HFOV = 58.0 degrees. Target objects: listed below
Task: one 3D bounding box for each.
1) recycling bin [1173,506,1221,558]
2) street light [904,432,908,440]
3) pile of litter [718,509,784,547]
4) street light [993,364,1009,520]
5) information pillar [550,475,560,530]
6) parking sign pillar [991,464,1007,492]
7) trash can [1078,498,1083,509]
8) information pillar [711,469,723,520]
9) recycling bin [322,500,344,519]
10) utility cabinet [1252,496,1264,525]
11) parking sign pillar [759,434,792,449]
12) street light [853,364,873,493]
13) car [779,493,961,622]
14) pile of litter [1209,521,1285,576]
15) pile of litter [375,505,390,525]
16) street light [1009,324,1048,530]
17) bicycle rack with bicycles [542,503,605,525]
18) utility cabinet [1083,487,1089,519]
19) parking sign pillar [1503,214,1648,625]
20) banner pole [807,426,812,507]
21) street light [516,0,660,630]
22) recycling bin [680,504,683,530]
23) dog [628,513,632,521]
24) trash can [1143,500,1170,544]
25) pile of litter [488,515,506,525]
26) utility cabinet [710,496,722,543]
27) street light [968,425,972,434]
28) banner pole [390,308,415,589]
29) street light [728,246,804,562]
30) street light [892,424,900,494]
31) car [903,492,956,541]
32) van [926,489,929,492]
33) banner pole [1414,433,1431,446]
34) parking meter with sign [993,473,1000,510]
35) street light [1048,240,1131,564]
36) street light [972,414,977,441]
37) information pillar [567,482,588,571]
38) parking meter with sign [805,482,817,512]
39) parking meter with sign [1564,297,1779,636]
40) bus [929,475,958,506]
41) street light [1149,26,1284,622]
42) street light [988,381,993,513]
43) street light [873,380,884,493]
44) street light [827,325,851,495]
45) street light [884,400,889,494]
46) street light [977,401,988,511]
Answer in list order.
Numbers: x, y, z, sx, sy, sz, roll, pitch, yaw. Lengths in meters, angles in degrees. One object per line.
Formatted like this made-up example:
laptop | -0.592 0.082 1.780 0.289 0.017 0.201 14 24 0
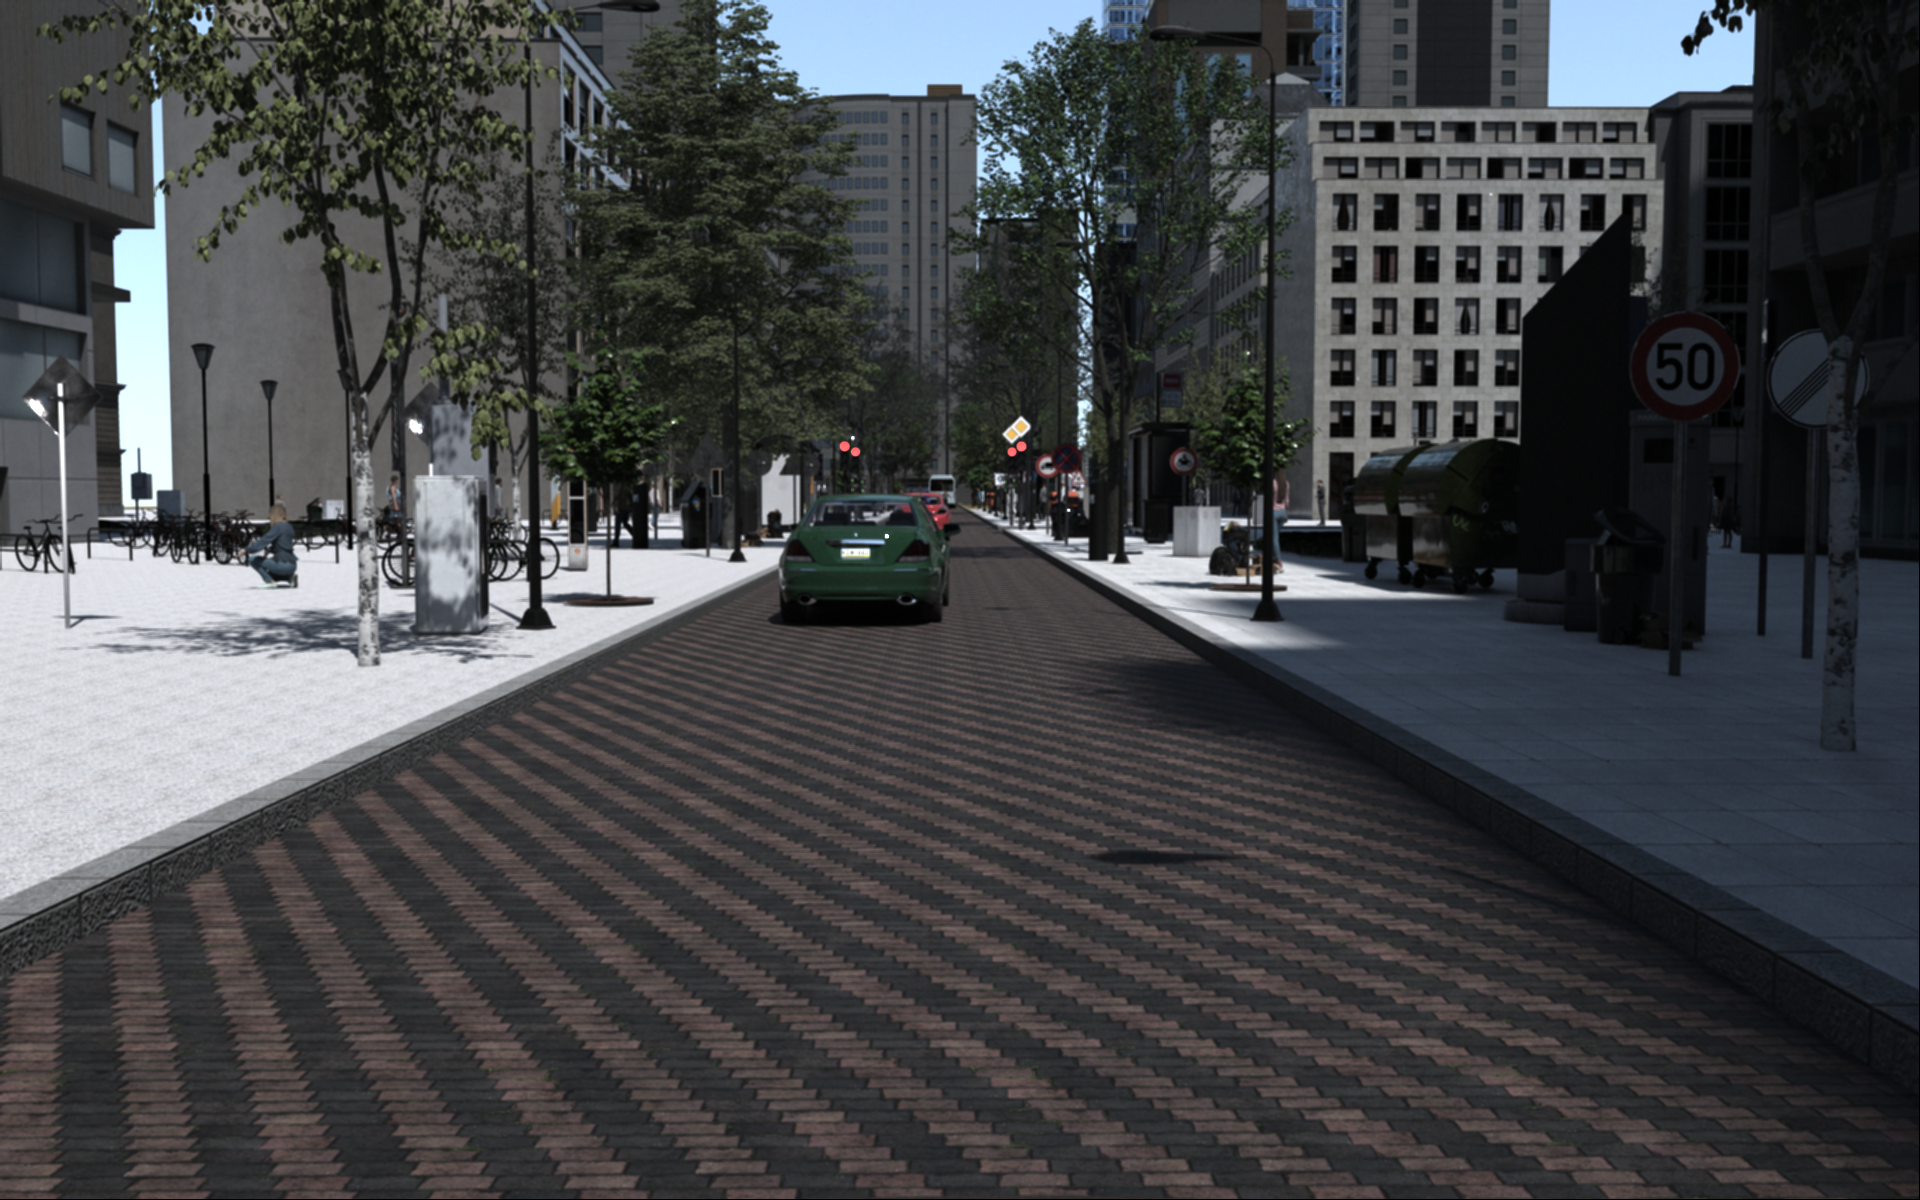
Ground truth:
recycling bin | 4.836 -1.394 35.349 0.722 1.027 0.722 -3 5 -44
street light | -4.819 -9.583 129.223 1.470 5.913 1.316 0 4 -1
pile of litter | -5.332 -1.758 42.708 1.176 0.858 1.719 2 4 29
street light | 2.031 -5.468 61.939 1.470 5.913 1.316 0 4 -1
information pillar | -14.310 -4.272 61.209 0.183 3.616 0.504 -3 5 -44
parking sign pillar | 3.300 -9.540 144.451 1.447 3.967 1.447 1 4 17
trash can | 4.128 -3.009 60.848 0.748 1.137 0.748 0 3 0
information pillar | -7.038 -2.815 50.525 0.304 2.012 0.304 2 4 24
recycling bin | -26.257 -3.671 72.568 0.722 1.027 0.722 -2 4 -34
utility cabinet | 12.490 -3.662 71.042 1.020 1.237 0.306 3 5 42
parking sign pillar | -8.360 -5.463 77.800 1.447 3.967 1.447 -2 4 -33
street light | -3.948 -5.455 61.737 1.470 5.913 1.316 0 4 -1
car | -1.069 -0.553 20.834 2.131 1.459 4.920 0 4 1
pile of litter | 4.645 -0.839 27.684 1.719 0.858 1.176 -3 5 -41
pile of litter | -23.723 -3.507 71.297 1.719 0.858 1.176 -3 5 -44
street light | 2.174 -4.568 47.233 1.470 5.913 1.316 0 4 -1
bicycle rack with bicycles | -15.846 -3.584 71.973 2.852 0.926 2.925 2 4 29
utility cabinet | 4.569 -2.896 56.035 1.173 1.500 0.318 3 4 36
parking sign pillar | 6.263 -1.772 17.443 1.447 3.967 1.447 -2 4 -26
banner pole | -4.898 -4.067 56.505 0.401 3.779 0.863 -1 4 -14
street light | -3.501 -2.679 16.335 1.470 5.913 1.316 0 4 -1
recycling bin | -9.483 -3.008 61.732 0.722 1.027 0.722 2 4 28
dog | -15.764 -4.154 82.293 0.800 0.831 0.513 3 5 45
trash can | 5.081 -2.030 44.851 0.748 1.137 0.748 0 3 0
pile of litter | -19.501 -3.541 71.853 1.719 0.858 1.176 2 4 33
utility cabinet | -6.816 -2.126 45.928 1.020 1.237 0.306 1 4 20
street light | 1.456 -8.709 114.928 1.470 5.913 1.316 0 4 -1
banner pole | -7.525 -2.030 23.215 0.401 3.779 0.863 0 4 -6
street light | -3.671 -3.674 32.608 1.470 5.913 1.316 0 4 -1
street light | -4.360 -7.775 99.663 1.470 5.913 1.316 0 4 -1
car | -1.198 -2.762 54.207 2.155 1.783 4.494 0 4 0
van | -3.101 -12.301 205.507 2.240 2.365 5.245 0 4 1
banner pole | 18.930 -4.970 71.282 0.863 3.779 0.401 2 4 33
parking meter with sign | 3.053 -8.739 139.137 0.543 3.016 1.738 0 4 -7
street light | 2.439 -3.627 31.836 1.470 5.913 1.316 0 4 -1
street light | 1.565 -7.824 100.471 1.470 5.913 1.316 0 4 -1
information pillar | -6.374 -1.491 28.870 0.304 2.012 0.304 0 4 -8
parking meter with sign | -9.175 -6.766 106.880 1.738 3.016 0.543 -1 4 -11
parking meter with sign | 6.501 -1.202 15.921 1.738 3.016 0.543 1 4 21
bus | -1.736 -11.102 176.382 2.948 3.499 13.247 0 4 0
street light | 2.573 -2.742 17.379 1.470 5.913 1.316 0 4 -1
street light | 2.004 -6.021 70.986 1.470 5.913 1.316 0 4 -1
street light | -3.946 -5.989 70.464 1.470 5.913 1.316 0 4 -1
street light | -3.786 -4.571 47.281 1.470 5.913 1.316 0 4 -1
street light | -4.290 -6.891 85.206 1.470 5.913 1.316 0 4 -1
street light | 1.702 -6.940 86.014 1.470 5.913 1.316 0 4 -1
